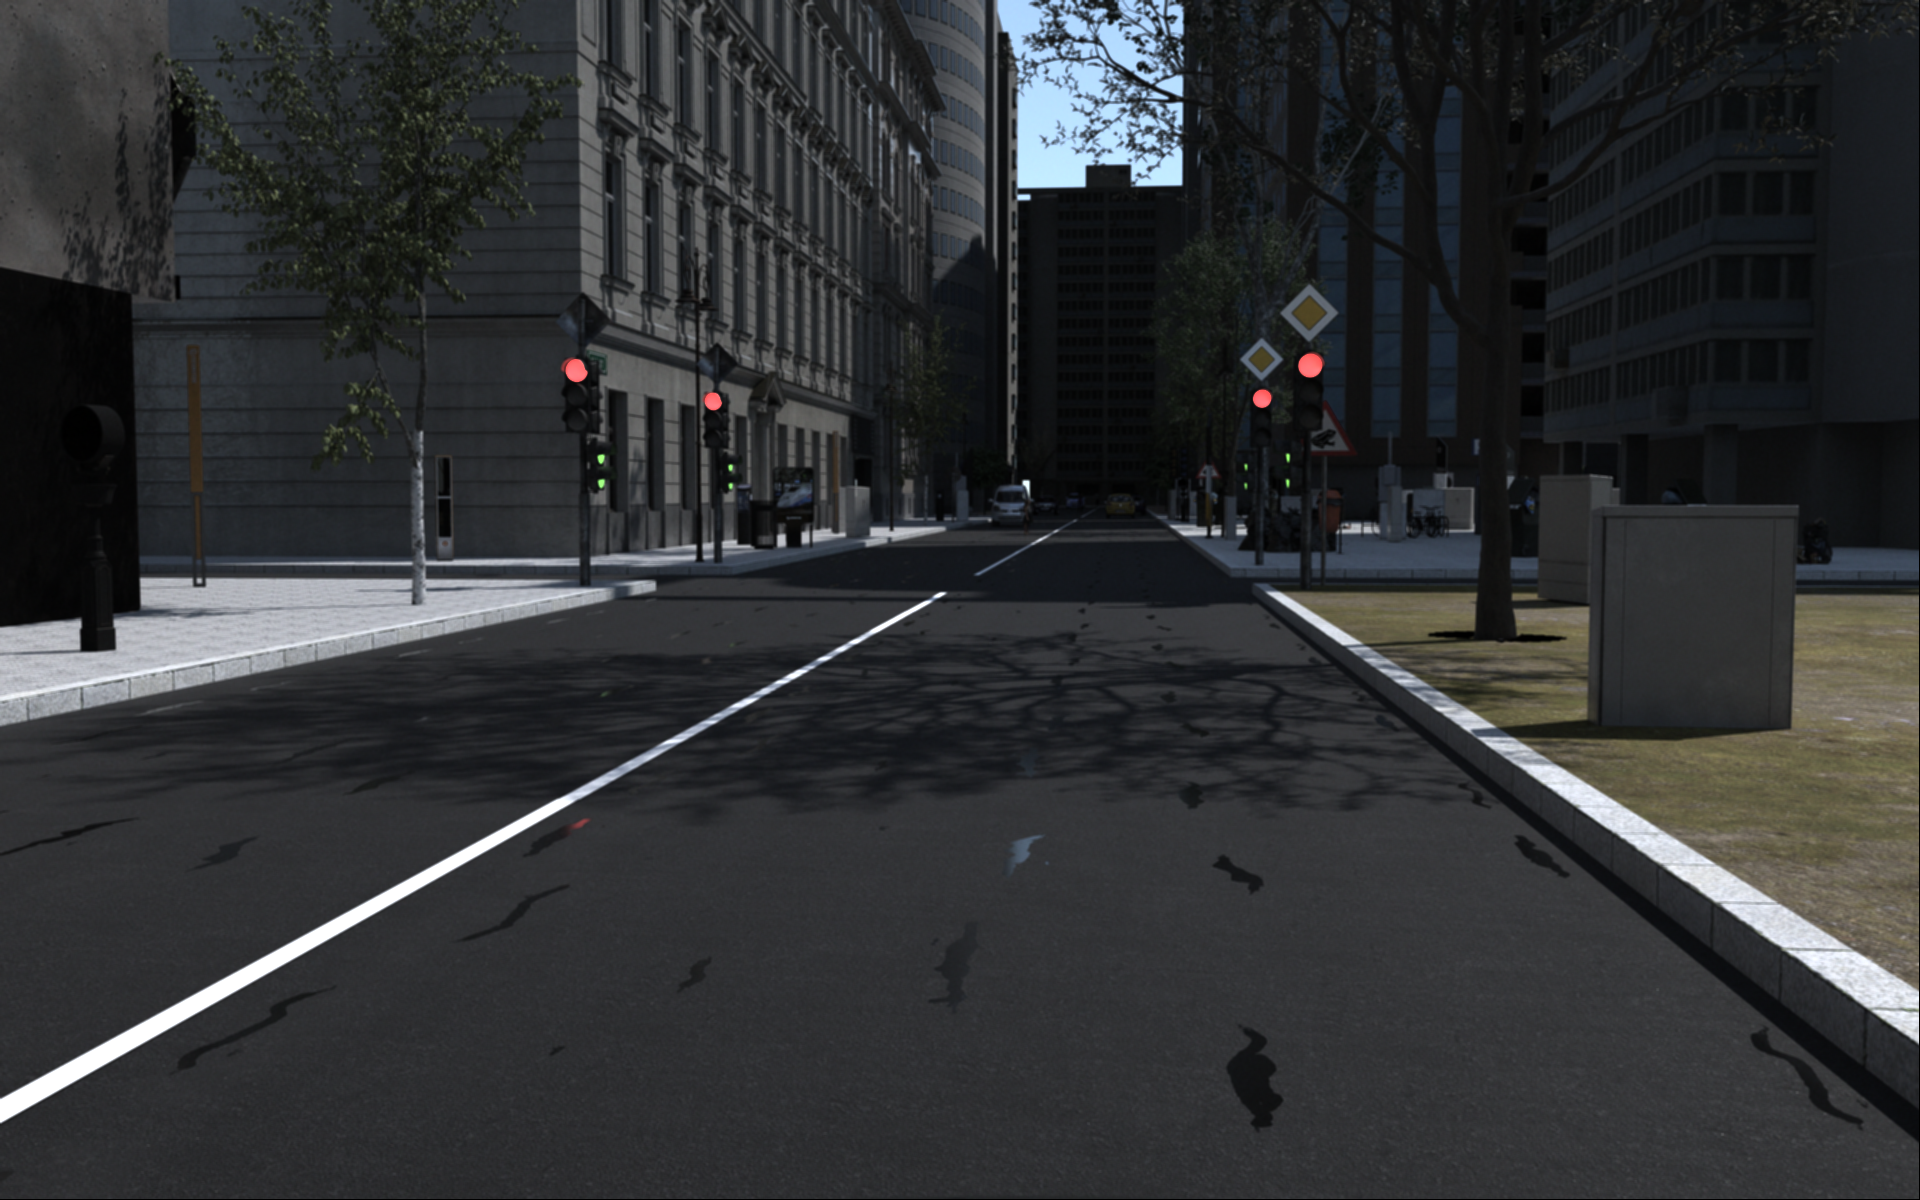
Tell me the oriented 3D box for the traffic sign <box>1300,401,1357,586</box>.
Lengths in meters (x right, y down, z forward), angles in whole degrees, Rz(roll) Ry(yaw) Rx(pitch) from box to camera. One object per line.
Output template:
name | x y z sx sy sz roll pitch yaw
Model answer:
traffic sign | 5.080 -1.478 24.169 0.884 2.594 0.081 0 4 8

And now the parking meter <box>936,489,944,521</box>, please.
parking meter | -0.949 -4.503 82.031 0.372 1.533 0.369 0 3 0

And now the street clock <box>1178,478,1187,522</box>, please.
street clock | 10.261 -4.580 79.452 0.471 2.002 0.358 3 5 42

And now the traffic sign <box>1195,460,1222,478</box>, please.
traffic sign | 8.380 -3.573 58.421 0.884 2.594 0.081 1 4 13

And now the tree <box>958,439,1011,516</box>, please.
tree | 1.414 -7.357 104.002 4.285 4.588 4.351 0 3 0

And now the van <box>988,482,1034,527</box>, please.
van | 2.290 -4.289 77.137 2.013 2.044 4.112 0 4 4

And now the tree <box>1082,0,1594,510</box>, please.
tree | 8.419 -11.291 40.491 12.611 20.169 13.585 0 3 0

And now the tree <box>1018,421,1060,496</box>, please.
tree | 8.043 -13.727 174.804 4.360 8.622 3.978 0 3 0

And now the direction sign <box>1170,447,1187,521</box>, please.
direction sign | 10.518 -5.594 83.462 0.876 3.537 0.379 2 4 26

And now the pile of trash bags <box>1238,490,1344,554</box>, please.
pile of trash bags | 7.572 -1.750 38.371 1.912 1.369 3.447 -1 4 -14

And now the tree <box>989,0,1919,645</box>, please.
tree | 4.586 -6.395 14.929 12.009 13.543 11.850 0 3 0

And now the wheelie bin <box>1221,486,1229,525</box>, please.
wheelie bin | 10.814 -3.846 70.793 0.980 1.594 0.693 -3 4 -38

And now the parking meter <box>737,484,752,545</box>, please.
parking meter | -5.461 -2.169 43.880 0.372 1.533 0.369 0 3 0

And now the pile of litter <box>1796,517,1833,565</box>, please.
pile of litter | 15.601 -1.112 32.145 1.719 0.858 1.176 -3 5 -43

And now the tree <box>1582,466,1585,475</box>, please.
tree | 36.241 -6.602 102.549 1.663 3.219 1.824 0 3 0

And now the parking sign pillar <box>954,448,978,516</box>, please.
parking sign pillar | 0.346 -6.821 99.989 1.447 3.967 1.447 1 4 19

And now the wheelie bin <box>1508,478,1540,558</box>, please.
wheelie bin | 11.470 -1.675 35.294 0.693 1.594 0.980 -1 4 -22

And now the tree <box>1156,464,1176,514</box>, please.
tree | 13.337 -7.024 109.444 1.663 3.219 1.824 0 3 0

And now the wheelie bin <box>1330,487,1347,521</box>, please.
wheelie bin | 17.741 -4.499 81.459 0.980 1.594 0.693 -1 4 -21

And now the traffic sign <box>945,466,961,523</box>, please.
traffic sign | -0.317 -4.769 78.071 0.768 2.556 0.104 1 4 14

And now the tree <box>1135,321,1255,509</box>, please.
tree | 10.533 -7.555 73.884 4.737 8.622 4.395 0 3 0

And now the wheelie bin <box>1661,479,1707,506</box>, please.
wheelie bin | 15.099 -1.731 36.214 0.980 1.594 0.693 -2 4 -28

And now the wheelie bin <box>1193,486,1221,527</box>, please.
wheelie bin | 9.611 -3.662 67.779 0.980 1.594 0.693 1 4 12

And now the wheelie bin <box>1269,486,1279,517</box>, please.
wheelie bin | 12.036 -3.649 67.569 0.693 1.594 0.980 2 4 27

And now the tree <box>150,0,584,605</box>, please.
tree | -6.524 -4.251 19.866 4.737 8.622 4.395 0 3 0

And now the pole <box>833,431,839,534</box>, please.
pole | -4.019 -3.805 56.054 0.158 3.312 0.155 0 3 0

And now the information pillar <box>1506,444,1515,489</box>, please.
information pillar | 25.185 -5.389 79.469 0.504 3.616 0.183 -1 4 -15

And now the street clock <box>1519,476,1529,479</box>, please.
street clock | 22.257 -3.902 68.371 0.358 2.002 0.471 3 5 45

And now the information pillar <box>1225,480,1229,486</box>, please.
information pillar | 13.908 -5.246 90.271 0.304 2.012 0.304 2 4 33

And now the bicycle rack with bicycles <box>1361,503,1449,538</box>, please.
bicycle rack with bicycles | 13.513 -2.348 51.772 2.925 0.926 2.852 -2 4 -35

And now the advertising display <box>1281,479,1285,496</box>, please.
advertising display | 13.414 -4.082 71.952 0.123 1.923 0.974 1 4 9

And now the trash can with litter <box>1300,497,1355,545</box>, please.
trash can with litter | 8.916 -2.061 44.757 1.678 1.210 2.233 -1 4 -9

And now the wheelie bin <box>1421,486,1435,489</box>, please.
wheelie bin | 18.366 -3.686 68.178 0.980 1.594 0.693 -2 4 -28

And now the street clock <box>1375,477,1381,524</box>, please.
street clock | 17.915 -4.248 74.018 0.358 2.002 0.471 0 4 -7

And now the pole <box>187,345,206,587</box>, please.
pole | -10.522 -1.836 23.858 0.158 3.312 0.155 0 3 0

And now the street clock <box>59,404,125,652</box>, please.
street clock | -7.064 -0.585 14.137 0.471 2.002 0.358 1 4 21

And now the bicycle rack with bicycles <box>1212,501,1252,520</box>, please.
bicycle rack with bicycles | 13.832 -4.426 85.743 2.852 0.926 2.925 -1 4 -11

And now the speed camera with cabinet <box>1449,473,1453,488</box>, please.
speed camera with cabinet | 19.050 -4.671 70.714 2.038 3.252 0.660 0 4 -2

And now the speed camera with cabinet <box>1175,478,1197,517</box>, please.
speed camera with cabinet | 13.252 -6.393 98.857 0.660 3.252 2.038 -3 5 -42

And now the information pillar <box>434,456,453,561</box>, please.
information pillar | -9.905 -1.757 33.226 0.304 2.012 0.304 -1 4 -22

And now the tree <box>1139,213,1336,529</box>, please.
tree | 10.200 -8.464 64.134 9.928 11.665 9.643 0 3 0

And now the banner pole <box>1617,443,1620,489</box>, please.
banner pole | 29.822 -5.412 78.497 0.401 3.779 0.863 1 4 20

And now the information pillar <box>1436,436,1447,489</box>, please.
information pillar | 19.425 -4.805 69.922 0.183 3.616 0.504 -3 4 -37

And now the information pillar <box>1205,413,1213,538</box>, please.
information pillar | 7.207 -3.595 50.137 0.183 3.616 0.504 1 4 18

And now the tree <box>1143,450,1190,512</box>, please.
tree | 14.973 -8.694 125.867 4.285 4.588 4.351 0 3 0

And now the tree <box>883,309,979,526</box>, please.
tree | -1.347 -7.296 69.652 4.737 8.622 4.395 0 3 0

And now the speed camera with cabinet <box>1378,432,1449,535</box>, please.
speed camera with cabinet | 14.328 -3.704 54.896 2.038 3.252 0.660 1 4 16

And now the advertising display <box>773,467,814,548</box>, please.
advertising display | -3.983 -2.215 41.426 0.974 1.923 0.123 -1 4 -14
